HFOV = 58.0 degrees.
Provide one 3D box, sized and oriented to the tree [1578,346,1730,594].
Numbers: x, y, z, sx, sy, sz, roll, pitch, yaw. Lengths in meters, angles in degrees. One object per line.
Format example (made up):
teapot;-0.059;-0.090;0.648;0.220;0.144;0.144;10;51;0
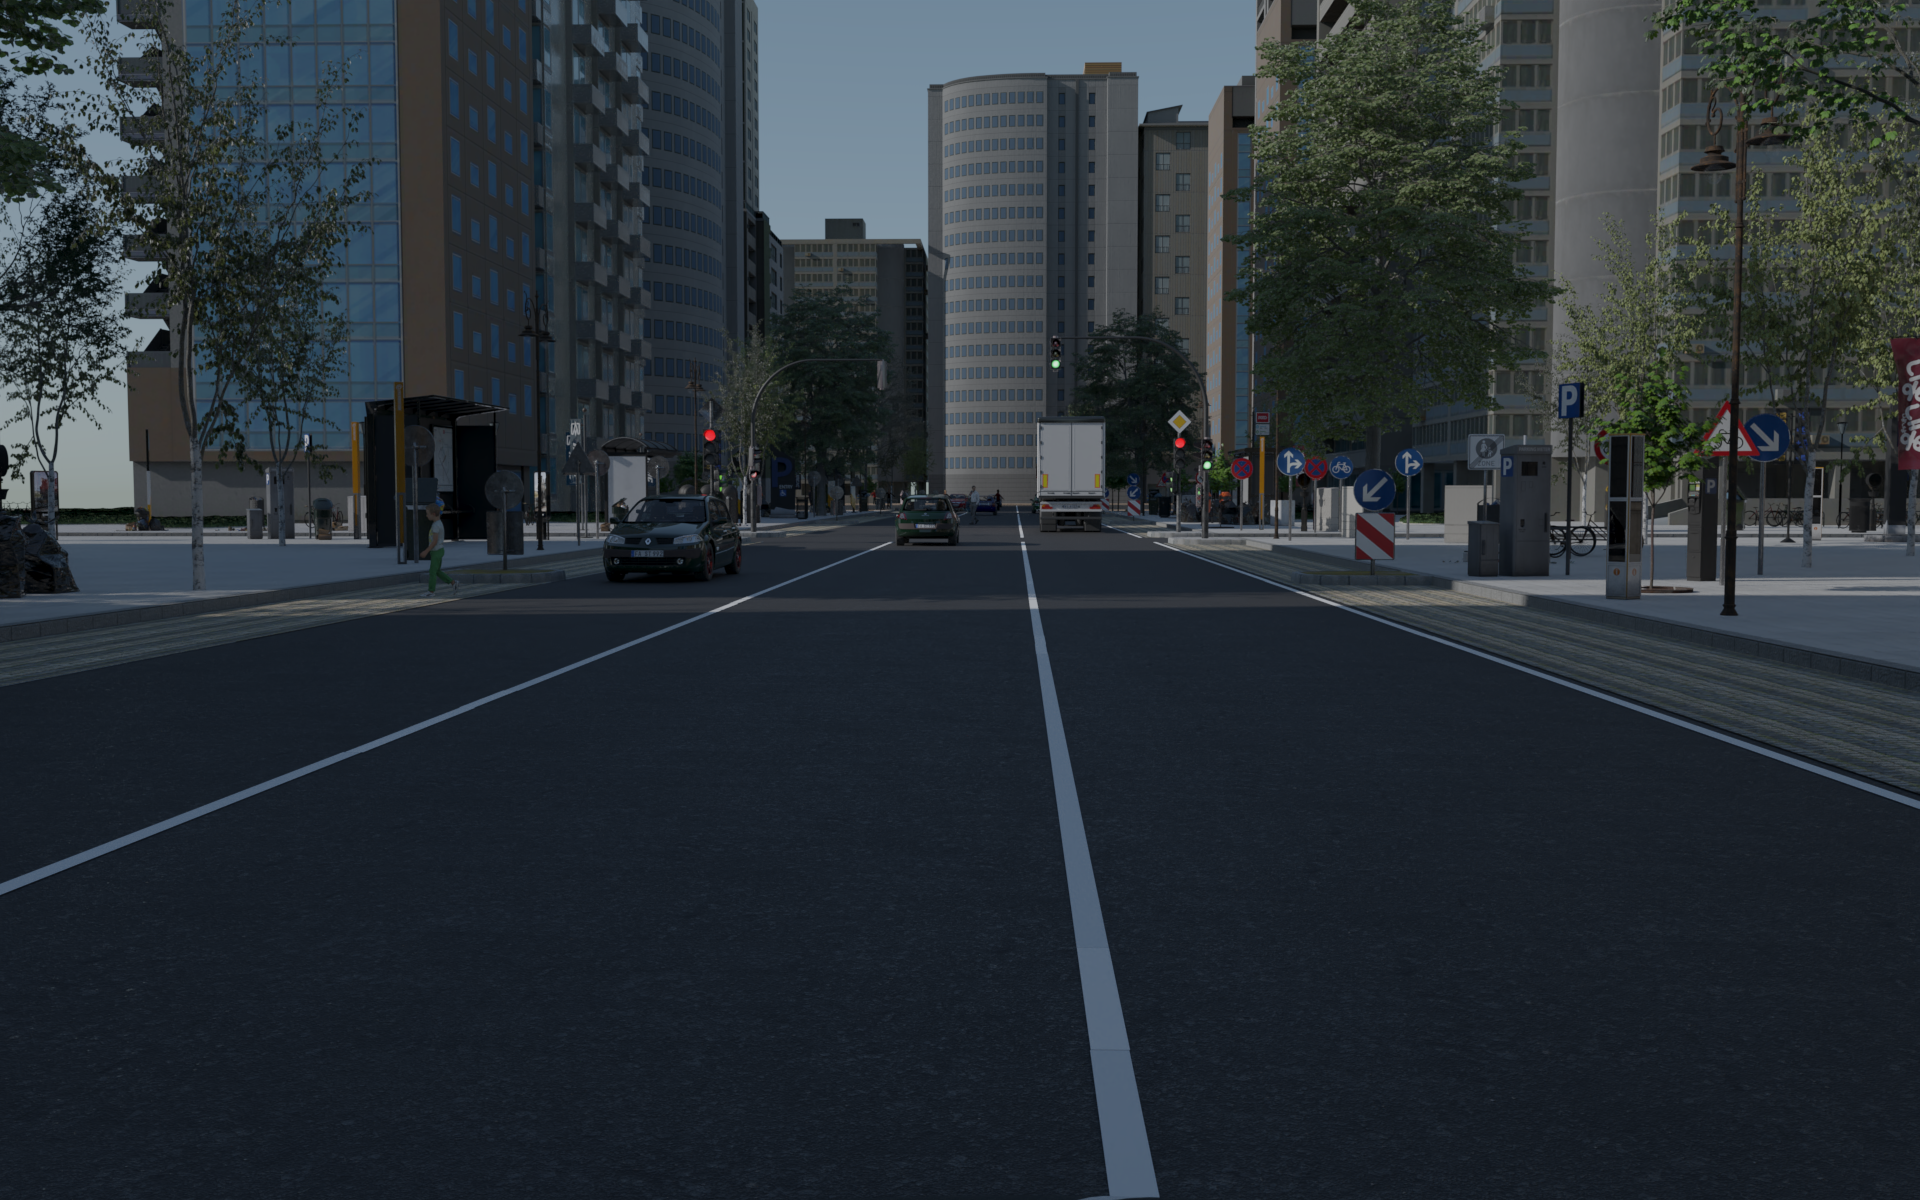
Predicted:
tree;9.212;-1.715;22.643;1.663;3.219;1.824;0;3;0

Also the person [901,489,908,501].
person;-3.932;-7.148;125.333;0.822;1.834;0.622;2;4;26

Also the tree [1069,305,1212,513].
tree;11.977;-12.804;115.993;9.857;13.997;8.962;0;3;0

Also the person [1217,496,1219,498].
person;26.395;-10.290;174.964;0.721;1.739;1.217;-2;4;-25

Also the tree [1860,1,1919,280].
tree;13.871;-4.443;23.001;4.360;8.622;3.978;0;3;0

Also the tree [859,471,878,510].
tree;-7.439;-9.071;142.919;1.663;3.219;1.824;0;3;0

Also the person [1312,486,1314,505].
person;19.905;-5.493;96.528;0.598;1.740;0.731;1;4;15

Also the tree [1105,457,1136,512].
tree;11.592;-8.789;127.417;4.285;4.588;4.351;0;3;0

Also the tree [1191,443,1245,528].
tree;9.810;-4.307;65.027;1.663;3.219;1.824;0;3;0

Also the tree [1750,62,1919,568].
tree;14.806;-4.889;30.299;4.737;8.622;4.395;0;3;0

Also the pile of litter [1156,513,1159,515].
pile of litter;13.404;-6.275;116.563;1.176;0.858;1.719;1;4;9

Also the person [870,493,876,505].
person;-10.275;-12.385;208.470;1.348;1.831;0.705;-2;4;-33

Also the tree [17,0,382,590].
tree;-9.941;-4.441;22.965;4.360;8.622;3.978;0;3;0

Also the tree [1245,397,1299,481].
tree;23.264;-10.963;129.604;4.737;8.622;4.395;0;3;0

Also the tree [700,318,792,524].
tree;-9.127;-7.517;73.266;4.360;8.622;3.978;0;3;0

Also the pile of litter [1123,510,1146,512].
pile of litter;12.577;-6.730;123.993;1.719;0.858;1.176;1;4;21

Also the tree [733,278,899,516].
tree;-8.341;-11.956;102.128;9.857;13.997;8.962;0;3;0

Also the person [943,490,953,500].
person;-1.103;-7.876;137.787;1.217;1.766;0.721;-2;4;-29

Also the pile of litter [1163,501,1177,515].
pile of litter;13.625;-5.728;107.616;1.176;0.858;1.719;-2;4;-32

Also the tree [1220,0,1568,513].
tree;9.295;-7.311;37.665;7.486;12.596;7.792;0;3;0

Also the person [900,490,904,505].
person;-6.817;-12.146;205.299;0.621;1.740;0.551;2;4;35

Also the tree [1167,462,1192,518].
tree;11.438;-5.922;91.432;1.663;3.219;1.824;0;3;0

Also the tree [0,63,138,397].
tree;-18.541;-5.939;31.518;8.767;10.594;7.601;1;4;18

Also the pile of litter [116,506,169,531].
pile of litter;-28.529;-2.835;60.312;1.719;0.858;1.176;-1;4;-19

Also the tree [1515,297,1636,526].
tree;23.178;-6.994;64.710;4.360;8.622;3.978;0;3;0

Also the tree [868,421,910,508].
tree;-6.392;-12.534;155.290;4.360;8.622;3.978;0;3;0

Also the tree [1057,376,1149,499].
tree;14.111;-16.075;173.203;12.009;13.543;11.850;0;3;0

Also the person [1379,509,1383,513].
person;11.041;-2.461;46.119;0.661;1.843;0.795;2;4;32

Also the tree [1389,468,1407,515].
tree;26.965;-6.850;106.599;1.663;3.219;1.824;0;3;0

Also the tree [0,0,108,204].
tree;-11.322;-5.873;14.155;7.486;12.596;7.792;0;3;0

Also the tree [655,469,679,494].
tree;-19.376;-7.227;112.758;1.663;3.219;1.824;0;3;0

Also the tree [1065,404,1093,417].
tree;14.888;-17.857;208.976;9.611;12.733;9.660;0;3;0

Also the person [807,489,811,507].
person;-15.045;-10.197;173.207;0.568;1.767;0.683;-3;4;-38

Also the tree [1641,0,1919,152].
tree;8.083;-5.235;11.350;9.928;11.665;9.643;0;3;0

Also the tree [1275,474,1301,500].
tree;18.520;-6.330;98.099;1.663;3.219;1.824;0;3;0

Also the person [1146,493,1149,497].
person;21.543;-11.564;195.196;1.350;1.814;0.705;-1;4;-18

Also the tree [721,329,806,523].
tree;-9.039;-7.806;77.997;4.737;8.622;4.395;0;3;0

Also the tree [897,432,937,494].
tree;-5.376;-15.422;202.507;4.737;8.622;4.395;0;3;0

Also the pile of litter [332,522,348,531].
pile of litter;-22.046;-2.871;60.908;1.176;0.858;1.719;0;4;-1

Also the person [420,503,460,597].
person;-7.271;-0.699;24.185;0.590;1.304;0.306;-3;4;-38

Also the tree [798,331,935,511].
tree;-7.160;-13.403;129.505;12.009;13.543;11.850;0;3;0

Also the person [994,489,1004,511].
person;3.300;-8.584;148.806;0.705;1.831;1.348;-3;5;-40

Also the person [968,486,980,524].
person;0.636;-4.479;81.838;0.679;1.850;0.850;3;4;36

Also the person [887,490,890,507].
person;-7.187;-10.361;176.184;0.721;1.736;1.217;0;4;-1

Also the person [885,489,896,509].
person;-6.234;-8.913;152.592;1.217;1.723;0.721;-1;4;-23

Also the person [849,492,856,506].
person;-11.192;-10.793;182.476;0.705;1.831;1.348;-3;4;-36

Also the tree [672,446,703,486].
tree;-17.976;-8.175;117.381;4.285;4.588;4.351;0;3;0

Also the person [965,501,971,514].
person;0.640;-6.825;125.591;0.738;1.151;1.012;-3;4;-39
